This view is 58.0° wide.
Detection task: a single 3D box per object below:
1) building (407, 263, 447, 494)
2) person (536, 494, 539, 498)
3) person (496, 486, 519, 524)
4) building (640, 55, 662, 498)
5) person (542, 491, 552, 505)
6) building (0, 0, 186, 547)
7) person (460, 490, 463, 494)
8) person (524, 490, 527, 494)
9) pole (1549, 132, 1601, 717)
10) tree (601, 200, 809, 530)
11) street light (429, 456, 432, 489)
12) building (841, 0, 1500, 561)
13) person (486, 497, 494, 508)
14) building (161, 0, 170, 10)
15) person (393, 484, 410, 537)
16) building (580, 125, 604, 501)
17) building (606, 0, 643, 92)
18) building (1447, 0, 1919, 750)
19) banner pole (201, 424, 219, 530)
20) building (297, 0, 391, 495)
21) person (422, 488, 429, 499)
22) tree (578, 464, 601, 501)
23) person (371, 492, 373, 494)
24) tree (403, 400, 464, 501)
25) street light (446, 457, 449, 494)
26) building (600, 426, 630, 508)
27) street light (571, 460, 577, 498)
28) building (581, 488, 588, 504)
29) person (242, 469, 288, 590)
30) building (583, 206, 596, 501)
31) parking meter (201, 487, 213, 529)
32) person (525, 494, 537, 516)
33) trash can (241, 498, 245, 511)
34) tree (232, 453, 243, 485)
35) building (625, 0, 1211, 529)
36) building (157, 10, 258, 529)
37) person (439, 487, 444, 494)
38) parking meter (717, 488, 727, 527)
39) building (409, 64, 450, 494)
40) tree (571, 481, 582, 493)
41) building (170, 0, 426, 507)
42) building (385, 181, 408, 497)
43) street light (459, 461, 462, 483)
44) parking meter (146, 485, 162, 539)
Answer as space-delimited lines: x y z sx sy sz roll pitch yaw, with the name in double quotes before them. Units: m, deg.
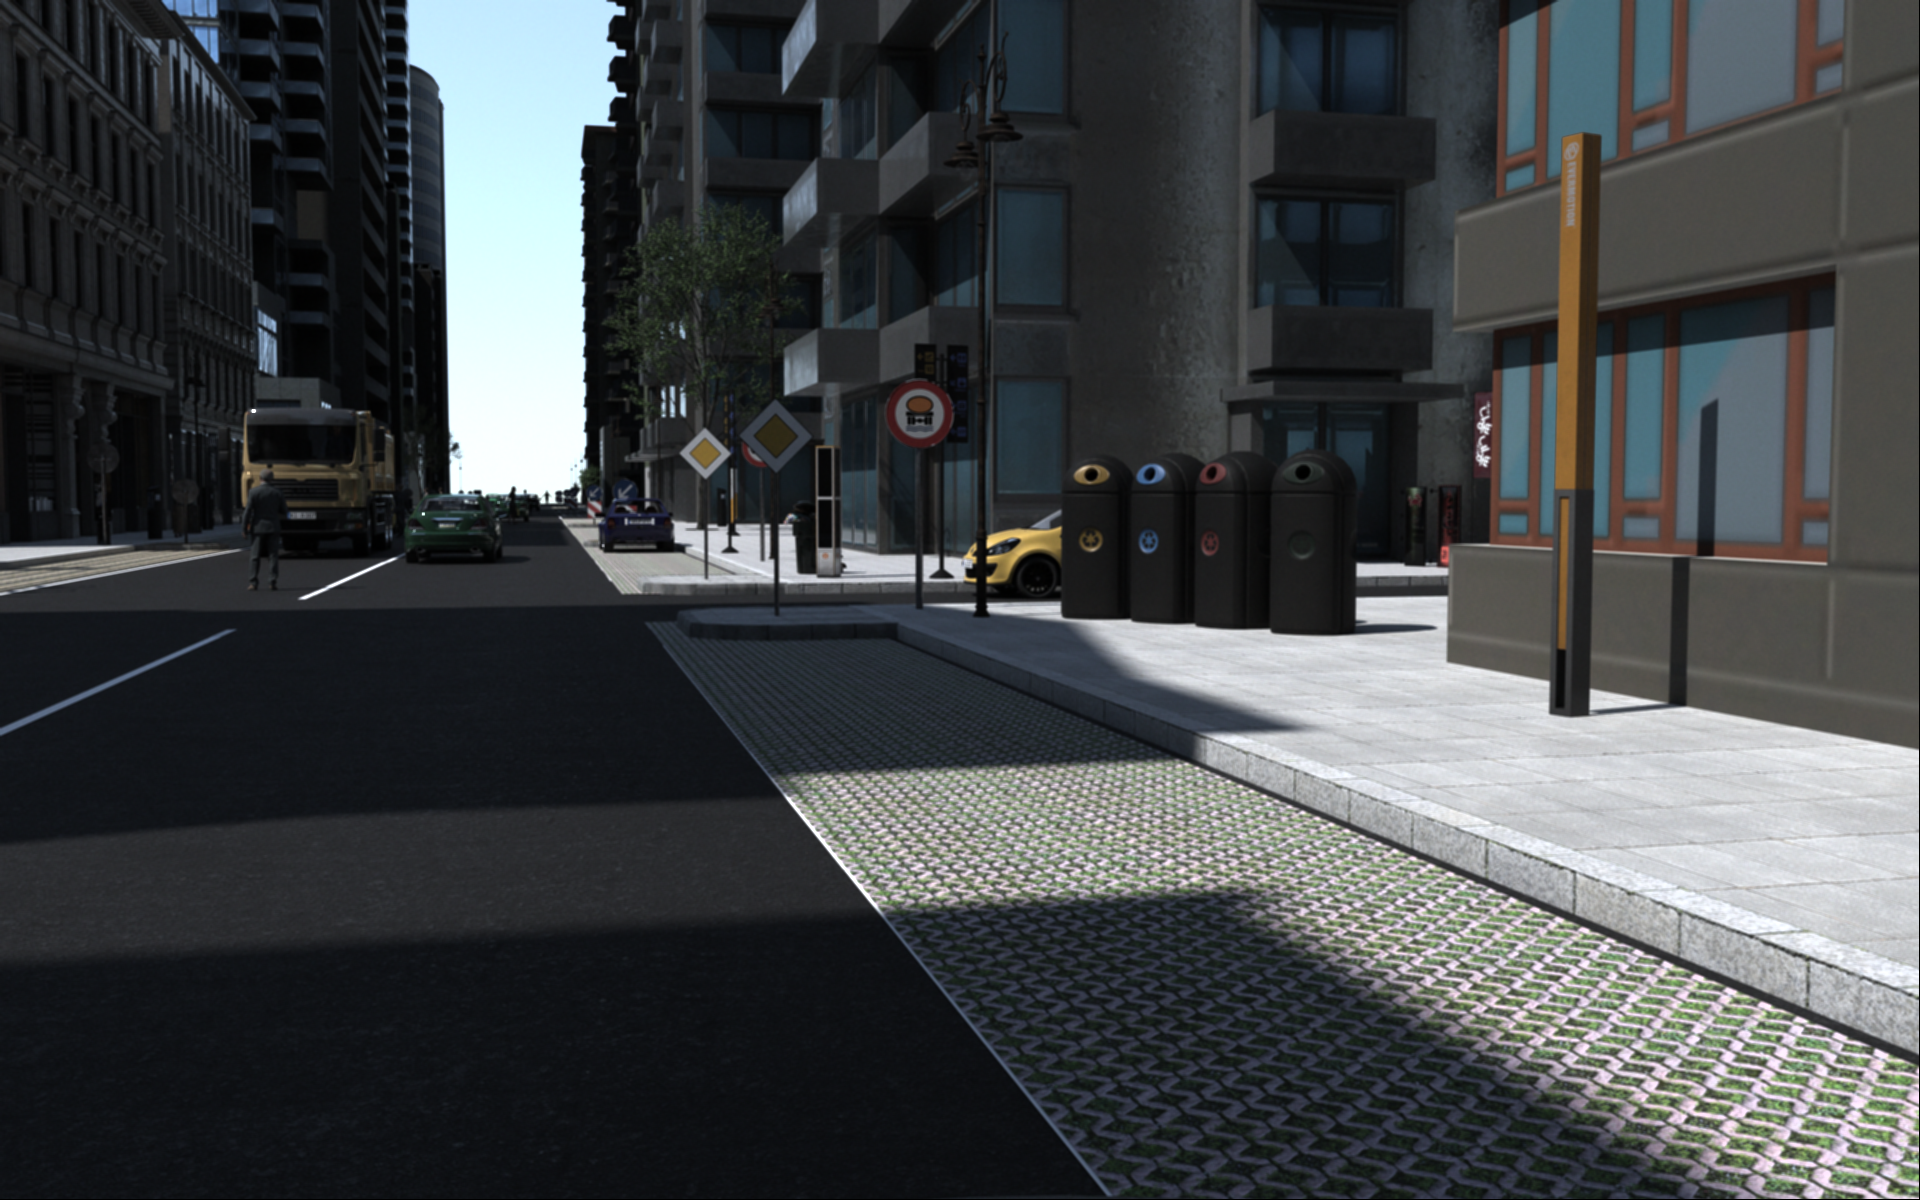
"building" -71.057 -26.990 212.981 14.160 30.474 14.107 -1 4 -14
"person" -57.069 -13.559 233.450 1.065 1.426 0.557 2 4 27
"person" -21.536 -4.492 82.163 0.699 1.804 1.509 3 5 43
"building" -12.942 -20.619 108.814 14.160 30.474 14.107 -1 4 -14
"person" -52.364 -12.930 219.529 1.348 1.869 0.705 -1 4 -23
"building" -27.867 -11.633 41.105 10.553 20.767 40.483 -1 4 -14
"person" -40.129 -7.988 139.840 0.721 1.736 1.217 -1 4 -20
"person" -38.915 -8.956 154.900 0.705 1.831 1.348 -1 4 -12
"pole" 3.534 -0.985 9.948 0.158 3.312 0.155 0 3 0
"tree" -9.034 -8.281 61.157 9.928 11.665 9.643 0 3 0
"street light" -54.513 -12.583 178.514 0.468 5.910 1.993 -1 4 -14
"building" 10.742 -25.879 42.723 30.456 49.044 23.786 -1 4 -14
"person" -20.962 -3.934 77.106 0.425 1.301 0.394 0 4 -1
"building" -50.001 -48.535 106.214 22.319 86.520 31.000 -1 4 -14
"person" -18.642 -2.993 57.864 0.534 1.772 0.576 0 4 -1
"building" -33.384 -33.688 205.421 22.147 44.769 28.867 -1 4 -14
"building" -14.844 -29.076 130.012 22.147 44.769 28.867 -1 4 -14
"building" 20.546 -9.586 1.778 27.650 21.520 28.899 -1 4 -14
"banner pole" -26.865 -4.408 62.089 0.401 3.779 0.863 1 4 16
"building" -56.271 -31.160 133.160 21.300 48.544 21.600 -1 4 -14
"person" -29.488 -5.304 95.553 0.374 1.781 0.599 -2 4 -27
"tree" -39.091 -12.289 184.632 4.285 4.588 4.351 0 3 0
"person" -26.546 -4.227 77.735 0.709 1.813 0.853 0 4 6
"tree" -53.036 -14.428 170.311 8.767 10.594 7.601 -1 4 -13
"street light" -62.535 -14.601 211.507 0.468 5.910 1.993 -1 4 -14
"building" -21.523 -51.737 158.576 22.319 86.520 31.000 -1 4 -14
"street light" -49.139 -15.219 221.624 0.468 5.910 1.993 -1 4 -14
"building" -34.519 -33.061 232.427 32.217 40.220 23.993 -1 4 -14
"person" -10.397 -1.053 25.887 0.661 1.801 0.590 -2 4 -32
"building" -46.759 -36.651 249.347 14.600 45.320 14.200 -1 4 -14
"parking meter" -27.525 -3.359 63.329 0.372 1.533 0.369 0 3 0
"person" -28.484 -6.281 114.454 1.065 1.426 0.557 -1 4 -22
"trash can" -27.041 -3.327 66.055 0.748 1.137 0.748 0 3 0
"tree" -28.120 -4.570 69.321 1.663 3.219 1.824 0 3 0
"building" -4.465 -28.544 86.303 23.786 49.044 30.456 -1 4 -14
"building" -34.879 -13.507 69.988 9.793 20.994 18.267 -1 4 -14
"person" -27.638 -5.100 92.224 0.374 1.781 0.599 0 4 6
"parking meter" -9.391 -3.666 68.350 0.372 1.533 0.369 0 3 0
"building" -80.561 -42.238 232.596 21.231 58.520 28.212 -1 4 -14
"tree" -55.492 -15.612 249.855 1.663 3.219 1.824 0 3 0
"building" -70.213 -53.556 188.314 22.319 86.520 31.000 -1 4 -14
"building" -56.814 -23.267 152.120 14.160 30.474 14.107 -1 4 -14
"street light" -70.251 -16.569 243.694 0.468 5.910 1.993 -1 4 -14
"parking meter" -22.912 -2.499 49.267 0.372 1.533 0.369 0 3 0
